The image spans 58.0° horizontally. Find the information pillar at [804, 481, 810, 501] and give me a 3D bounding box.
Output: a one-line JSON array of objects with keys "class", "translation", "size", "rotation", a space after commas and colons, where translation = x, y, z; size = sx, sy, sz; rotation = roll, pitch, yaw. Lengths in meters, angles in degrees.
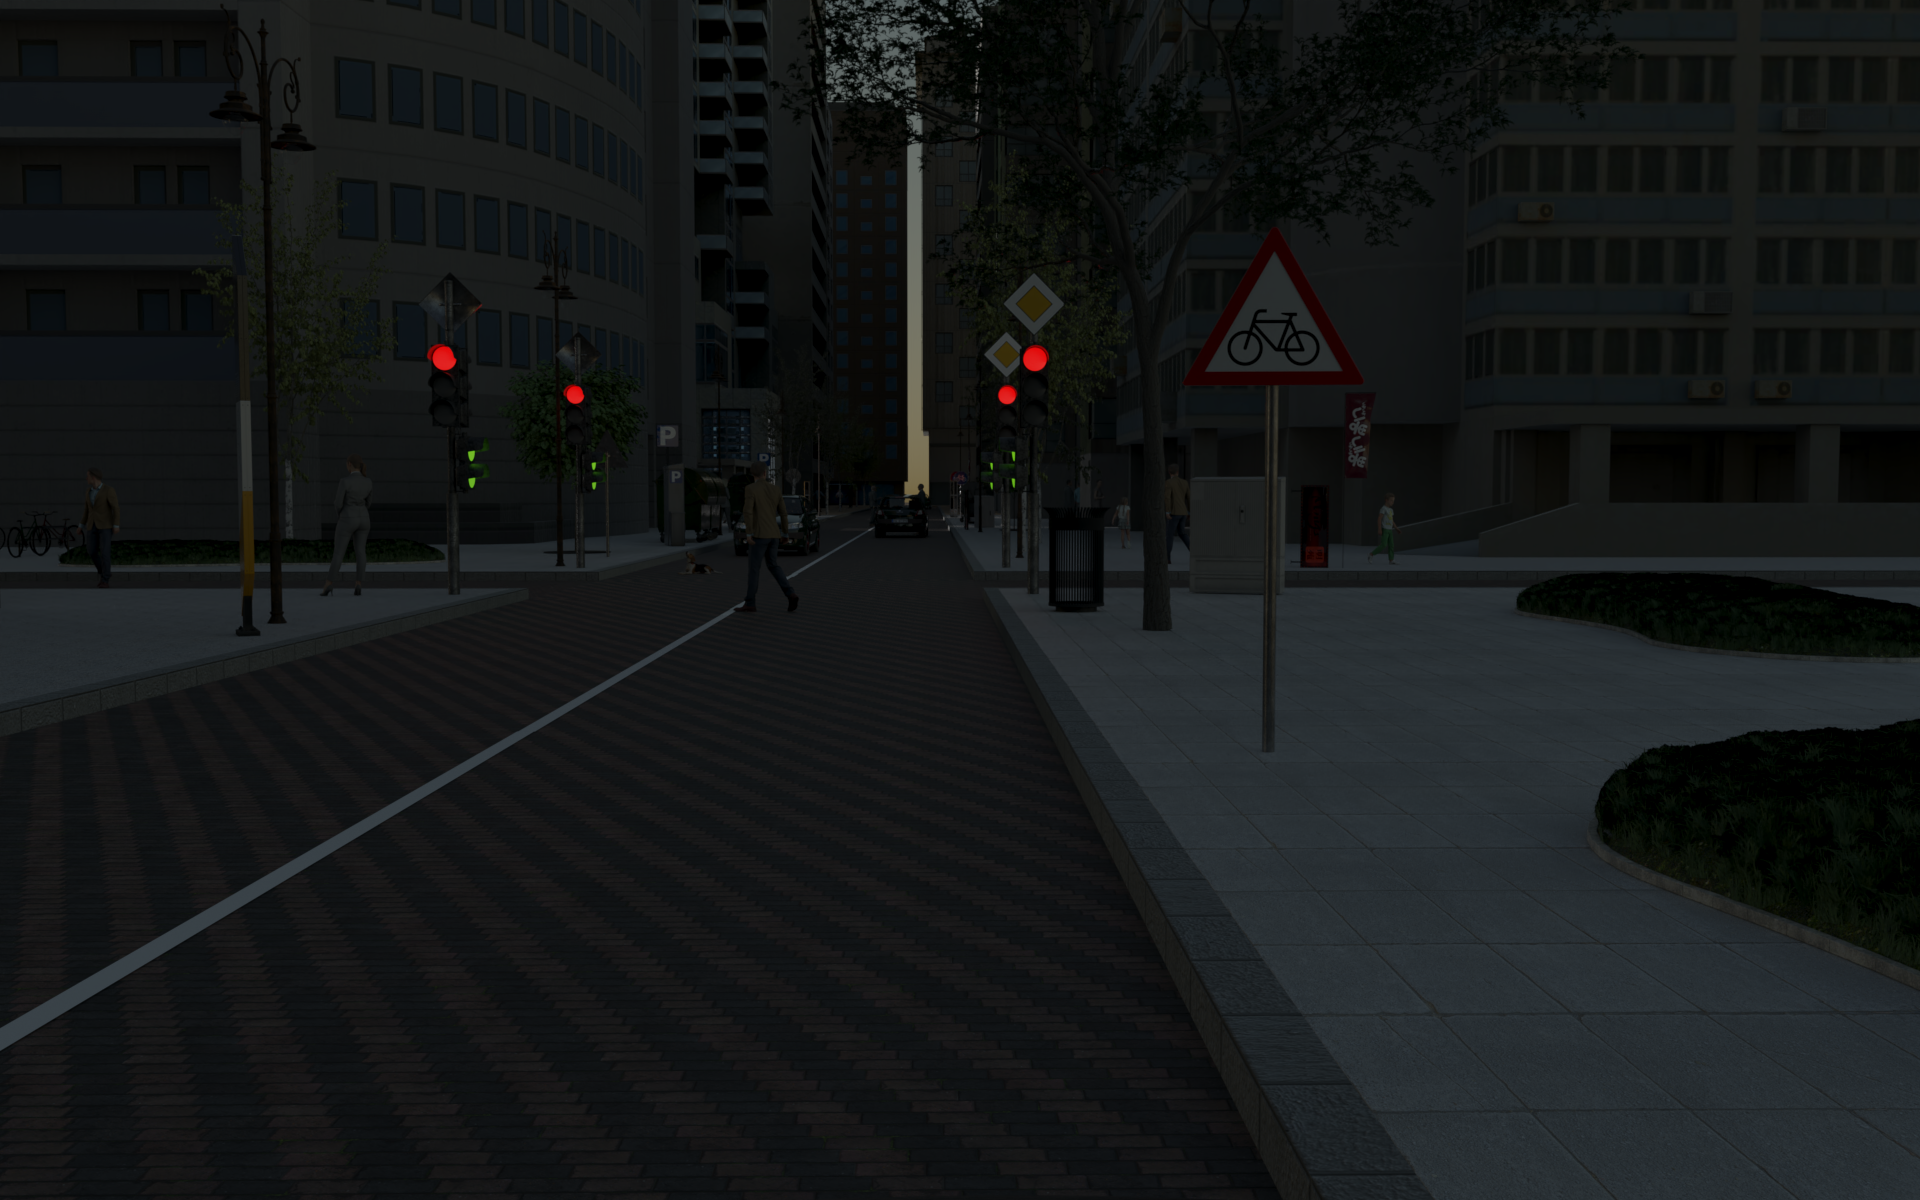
[{"class": "information pillar", "translation": [-8.851, -5.869, 100.445], "size": [0.304, 2.012, 0.304], "rotation": [0, 4, 6]}]

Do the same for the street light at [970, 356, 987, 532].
[{"class": "street light", "translation": [0.683, -5.214, 58.041], "size": [0.468, 5.910, 1.993], "rotation": [0, 4, -1]}]

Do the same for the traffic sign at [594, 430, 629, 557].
[{"class": "traffic sign", "translation": [-7.161, -2.150, 35.156], "size": [0.884, 2.594, 0.081], "rotation": [0, 4, 7]}]

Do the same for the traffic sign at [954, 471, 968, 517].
[{"class": "traffic sign", "translation": [0.048, -5.899, 96.559], "size": [0.768, 2.556, 0.104], "rotation": [0, 4, 0]}]

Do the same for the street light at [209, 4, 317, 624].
[{"class": "street light", "translation": [-6.780, -2.705, 17.016], "size": [0.468, 5.910, 1.993], "rotation": [0, 4, -1]}]

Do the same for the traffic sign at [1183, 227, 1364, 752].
[{"class": "traffic sign", "translation": [1.534, -0.523, 8.549], "size": [0.884, 2.594, 0.081], "rotation": [0, 4, 1]}]

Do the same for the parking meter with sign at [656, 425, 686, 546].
[{"class": "parking meter with sign", "translation": [-7.144, -2.866, 43.114], "size": [0.543, 3.016, 1.738], "rotation": [-1, 4, -18]}]

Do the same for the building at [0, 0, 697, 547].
[{"class": "building", "translation": [-20.867, -31.315, 54.002], "size": [21.231, 58.520, 28.212], "rotation": [0, 4, -1]}]

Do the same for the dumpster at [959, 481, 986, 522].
[{"class": "dumpster", "translation": [0.594, -4.482, 79.044], "size": [1.264, 1.857, 1.865], "rotation": [0, 4, -1]}]

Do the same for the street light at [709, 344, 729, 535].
[{"class": "street light", "translation": [-7.449, -4.943, 53.611], "size": [0.468, 5.910, 1.993], "rotation": [0, 4, -1]}]

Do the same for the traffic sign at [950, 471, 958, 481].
[{"class": "traffic sign", "translation": [-0.166, -5.937, 97.171], "size": [0.768, 2.556, 0.104], "rotation": [1, 4, 9]}]

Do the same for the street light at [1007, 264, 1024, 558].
[{"class": "street light", "translation": [1.199, -3.781, 34.604], "size": [0.468, 5.910, 1.993], "rotation": [0, 4, -1]}]

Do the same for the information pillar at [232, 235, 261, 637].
[{"class": "information pillar", "translation": [-6.443, -1.482, 15.580], "size": [0.183, 3.616, 0.504], "rotation": [-2, 4, -27]}]

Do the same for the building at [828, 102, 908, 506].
[{"class": "building", "translation": [-13.114, -33.506, 197.931], "size": [14.200, 45.320, 14.600], "rotation": [0, 4, -1]}]

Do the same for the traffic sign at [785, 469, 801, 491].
[{"class": "traffic sign", "translation": [-8.336, -5.285, 86.509], "size": [0.768, 2.556, 0.104], "rotation": [0, 4, 1]}]

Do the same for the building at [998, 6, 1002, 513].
[{"class": "building", "translation": [9.584, -26.703, 120.180], "size": [14.154, 41.232, 14.086], "rotation": [0, 4, -1]}]

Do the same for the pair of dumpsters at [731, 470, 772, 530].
[{"class": "pair of dumpsters", "translation": [-7.654, -3.703, 63.031], "size": [1.574, 2.255, 4.437], "rotation": [0, 4, -1]}]

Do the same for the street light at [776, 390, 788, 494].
[{"class": "street light", "translation": [-7.879, -6.373, 76.993], "size": [0.468, 5.910, 1.993], "rotation": [0, 4, -1]}]

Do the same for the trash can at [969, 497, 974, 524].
[{"class": "trash can", "translation": [0.594, -3.850, 74.608], "size": [0.748, 1.137, 0.748], "rotation": [0, 3, 0]}]

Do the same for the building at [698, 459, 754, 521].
[{"class": "building", "translation": [-27.168, -24.258, 88.499], "size": [32.217, 40.220, 23.993], "rotation": [0, 4, -1]}]

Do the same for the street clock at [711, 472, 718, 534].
[{"class": "street clock", "translation": [-7.939, -3.151, 56.091], "size": [0.358, 2.002, 0.471], "rotation": [-2, 4, -34]}]

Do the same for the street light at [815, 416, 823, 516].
[{"class": "street light", "translation": [-8.121, -7.780, 99.990], "size": [0.468, 5.910, 1.993], "rotation": [0, 4, -1]}]

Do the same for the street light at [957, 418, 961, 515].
[{"class": "street light", "translation": [0.030, -8.081, 104.905], "size": [0.468, 5.910, 1.993], "rotation": [0, 4, -1]}]

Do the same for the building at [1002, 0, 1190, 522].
[{"class": "building", "translation": [9.232, -19.808, 95.563], "size": [14.160, 30.474, 14.107], "rotation": [0, 4, -1]}]

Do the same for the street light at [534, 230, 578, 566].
[{"class": "street light", "translation": [-7.107, -3.537, 30.616], "size": [0.468, 5.910, 1.993], "rotation": [0, 4, -1]}]

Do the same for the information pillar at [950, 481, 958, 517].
[{"class": "information pillar", "translation": [-0.336, -5.543, 95.122], "size": [0.304, 2.012, 0.304], "rotation": [-3, 5, -43]}]

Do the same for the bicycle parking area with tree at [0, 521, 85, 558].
[{"class": "bicycle parking area with tree", "translation": [-22.648, -2.858, 33.732], "size": [8.231, 4.147, 9.016], "rotation": [1, 4, 16]}]

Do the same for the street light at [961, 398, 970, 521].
[{"class": "street light", "translation": [0.424, -6.674, 81.910], "size": [0.468, 5.910, 1.993], "rotation": [0, 4, -1]}]

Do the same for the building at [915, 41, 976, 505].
[{"class": "building", "translation": [8.518, -37.722, 205.990], "size": [27.495, 52.752, 28.713], "rotation": [0, 4, -1]}]

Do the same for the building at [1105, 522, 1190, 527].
[{"class": "building", "translation": [11.987, -18.461, 73.540], "size": [14.160, 30.474, 14.107], "rotation": [0, 4, -1]}]

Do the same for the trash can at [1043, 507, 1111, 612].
[{"class": "trash can", "translation": [1.274, -0.446, 18.951], "size": [0.748, 1.137, 0.748], "rotation": [0, 3, 0]}]

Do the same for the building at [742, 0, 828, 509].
[{"class": "building", "translation": [-22.487, -31.942, 145.950], "size": [21.300, 48.544, 21.600], "rotation": [0, 4, -1]}]

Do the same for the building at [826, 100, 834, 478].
[{"class": "building", "translation": [-19.614, -29.773, 170.380], "size": [14.086, 41.232, 14.154], "rotation": [0, 4, -1]}]

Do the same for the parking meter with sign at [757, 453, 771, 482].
[{"class": "parking meter with sign", "translation": [-8.344, -4.785, 74.491], "size": [0.543, 3.016, 1.738], "rotation": [0, 4, -1]}]

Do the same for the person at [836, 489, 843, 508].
[{"class": "person", "translation": [-11.255, -9.440, 161.322], "size": [0.756, 1.711, 0.436], "rotation": [-1, 4, -22]}]

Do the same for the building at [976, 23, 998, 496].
[{"class": "building", "translation": [12.454, -33.241, 167.199], "size": [21.300, 48.544, 21.600], "rotation": [0, 4, -1]}]

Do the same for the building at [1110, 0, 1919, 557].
[{"class": "building", "translation": [17.210, -21.904, 50.005], "size": [23.993, 40.220, 32.217], "rotation": [0, 4, -1]}]

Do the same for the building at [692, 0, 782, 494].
[{"class": "building", "translation": [-23.192, -49.288, 118.524], "size": [22.319, 86.520, 31.000], "rotation": [0, 4, -1]}]

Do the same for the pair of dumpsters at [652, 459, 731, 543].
[{"class": "pair of dumpsters", "translation": [-7.372, -2.735, 47.208], "size": [1.574, 2.255, 4.437], "rotation": [0, 4, -1]}]
